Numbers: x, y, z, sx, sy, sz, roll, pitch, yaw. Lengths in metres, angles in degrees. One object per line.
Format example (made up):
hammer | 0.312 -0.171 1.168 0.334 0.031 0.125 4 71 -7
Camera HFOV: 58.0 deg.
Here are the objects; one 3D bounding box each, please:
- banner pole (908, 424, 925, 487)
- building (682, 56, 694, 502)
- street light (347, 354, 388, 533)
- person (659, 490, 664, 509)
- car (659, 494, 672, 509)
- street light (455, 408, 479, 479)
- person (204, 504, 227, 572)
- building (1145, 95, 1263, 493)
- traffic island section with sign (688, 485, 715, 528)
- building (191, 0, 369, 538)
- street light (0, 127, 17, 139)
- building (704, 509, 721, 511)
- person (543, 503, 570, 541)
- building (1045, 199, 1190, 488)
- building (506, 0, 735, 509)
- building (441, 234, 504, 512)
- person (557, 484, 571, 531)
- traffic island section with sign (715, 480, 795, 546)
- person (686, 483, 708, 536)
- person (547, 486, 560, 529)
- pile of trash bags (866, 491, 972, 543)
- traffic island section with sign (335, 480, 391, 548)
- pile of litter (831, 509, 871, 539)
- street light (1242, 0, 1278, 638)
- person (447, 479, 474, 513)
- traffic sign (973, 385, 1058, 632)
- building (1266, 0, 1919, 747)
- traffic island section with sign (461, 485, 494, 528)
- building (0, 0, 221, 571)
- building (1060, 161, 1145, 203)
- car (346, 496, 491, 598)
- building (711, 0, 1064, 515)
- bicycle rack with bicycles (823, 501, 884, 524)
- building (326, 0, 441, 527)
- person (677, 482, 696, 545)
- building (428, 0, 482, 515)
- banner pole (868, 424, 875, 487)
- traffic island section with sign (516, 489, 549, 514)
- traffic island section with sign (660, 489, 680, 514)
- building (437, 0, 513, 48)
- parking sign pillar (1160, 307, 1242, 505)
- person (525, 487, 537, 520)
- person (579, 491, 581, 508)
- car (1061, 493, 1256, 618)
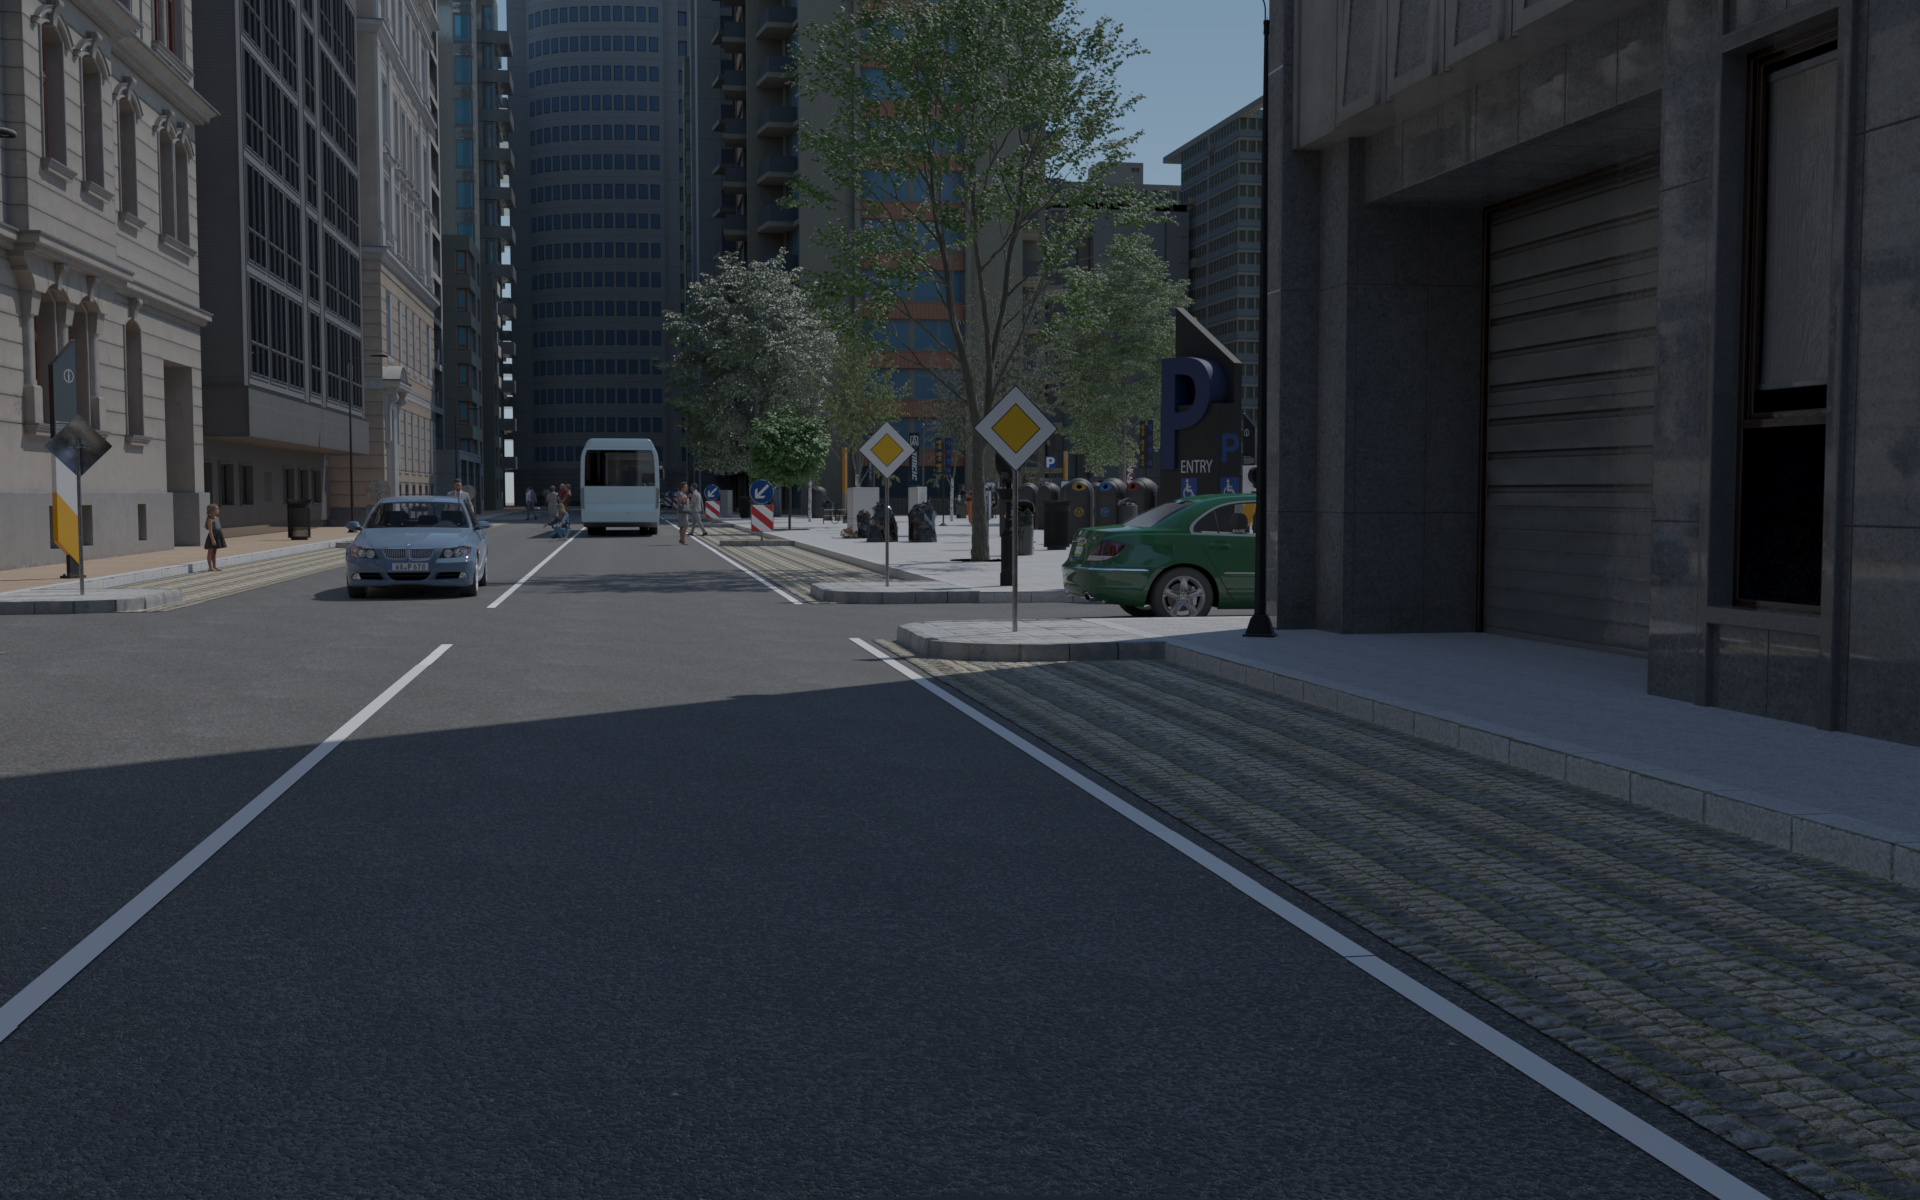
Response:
banner pole | -1.501 -4.389 61.776 0.863 3.779 0.401 3 4 36
building | -19.503 -29.557 166.848 14.154 41.232 14.086 -1 4 -11
street light | -19.596 -5.185 57.321 1.470 5.913 1.316 -1 4 -11
person | -28.402 -9.527 164.136 0.709 1.838 0.599 2 4 33
car | -27.610 -9.273 160.411 1.959 1.807 4.718 -1 4 -11
street light | -26.487 -7.366 92.969 1.470 5.913 1.316 -1 4 -11
person | -13.710 -1.145 31.897 0.373 1.253 0.362 1 4 9
building | 34.432 -29.126 168.098 23.993 40.220 32.217 -1 4 -11
traffic island section with sign | -10.812 -4.036 74.621 1.989 1.847 2.006 -1 4 -11
building | -27.700 -15.938 54.092 14.314 27.812 24.014 -1 4 -11
street light | -12.654 -3.026 22.011 1.470 5.913 1.316 -1 4 -11
building | -12.080 -36.939 145.946 21.231 58.520 28.212 -1 4 -11
person | -12.257 -2.383 52.955 0.738 1.151 1.012 -2 4 -29
building | 14.072 -24.564 173.329 14.107 30.474 14.160 -1 4 -11
building | -34.544 -39.602 189.484 28.212 58.520 21.231 -1 4 -11
building | -48.985 -17.267 127.347 27.650 21.520 28.899 -1 4 -11
person | -15.389 -3.608 67.463 0.580 1.828 0.573 1 4 10
traffic island section with sign | -5.674 -2.418 48.158 1.989 1.847 2.006 -1 4 -11
person | -8.933 -3.050 58.639 0.850 1.792 0.678 1 4 10
person | -16.768 -3.852 71.845 0.716 1.782 0.532 0 4 -3
pile of trash bags | -0.897 -2.247 46.485 3.447 1.369 1.912 1 4 15
traffic island section with sign | -15.633 -2.323 46.603 1.989 1.847 2.006 -1 4 -11
pile of litter | -2.956 -2.217 50.216 1.719 0.858 1.176 -1 4 -20
street light | 2.178 -2.619 15.369 1.470 5.913 1.316 -1 4 -11
person | -11.813 -1.959 40.802 0.678 1.792 0.850 -1 4 -19
traffic sign | 0.510 -0.761 16.086 0.795 2.450 0.064 -1 4 -11
building | 10.706 -11.581 7.373 12.078 24.808 19.932 -1 4 -11
traffic island section with sign | -20.853 -3.970 73.533 1.989 1.847 2.006 -1 4 -11
building | -22.812 -14.874 30.586 14.401 28.519 23.554 -1 4 -11
building | 18.760 -31.403 205.321 23.993 40.220 32.217 -1 4 -11
car | -7.947 -0.831 25.585 2.014 1.417 4.499 -1 4 -13
building | -5.474 -28.375 118.554 22.147 44.769 28.867 -1 4 -11
bicycle rack with bicycles | -4.424 -3.726 74.302 2.852 0.926 2.925 2 4 33
building | -30.583 -17.739 75.940 13.634 28.700 20.117 -1 4 -11
person | -7.708 -2.436 48.689 0.532 1.782 0.716 0 4 3
building | -39.693 -40.602 102.098 20.563 71.187 20.611 -1 4 -11
banner pole | -3.152 -4.391 61.816 0.401 3.779 0.863 -1 4 -20
traffic island section with sign | -30.360 -6.969 122.566 1.989 1.847 2.006 -1 4 -11
traffic island section with sign | -20.404 -7.060 124.056 1.989 1.847 2.006 -1 4 -11
building | -55.646 -32.721 154.600 30.456 49.044 23.786 -1 4 -11
parking sign pillar | 3.398 -2.204 24.509 1.447 3.967 1.447 -2 4 -32
person | -23.583 -5.301 95.277 0.850 1.850 0.679 3 4 38
person | -32.346 -8.511 148.435 0.721 1.735 1.217 -2 4 -30
car | 3.622 -0.486 19.743 4.920 1.459 2.131 -1 4 -9
